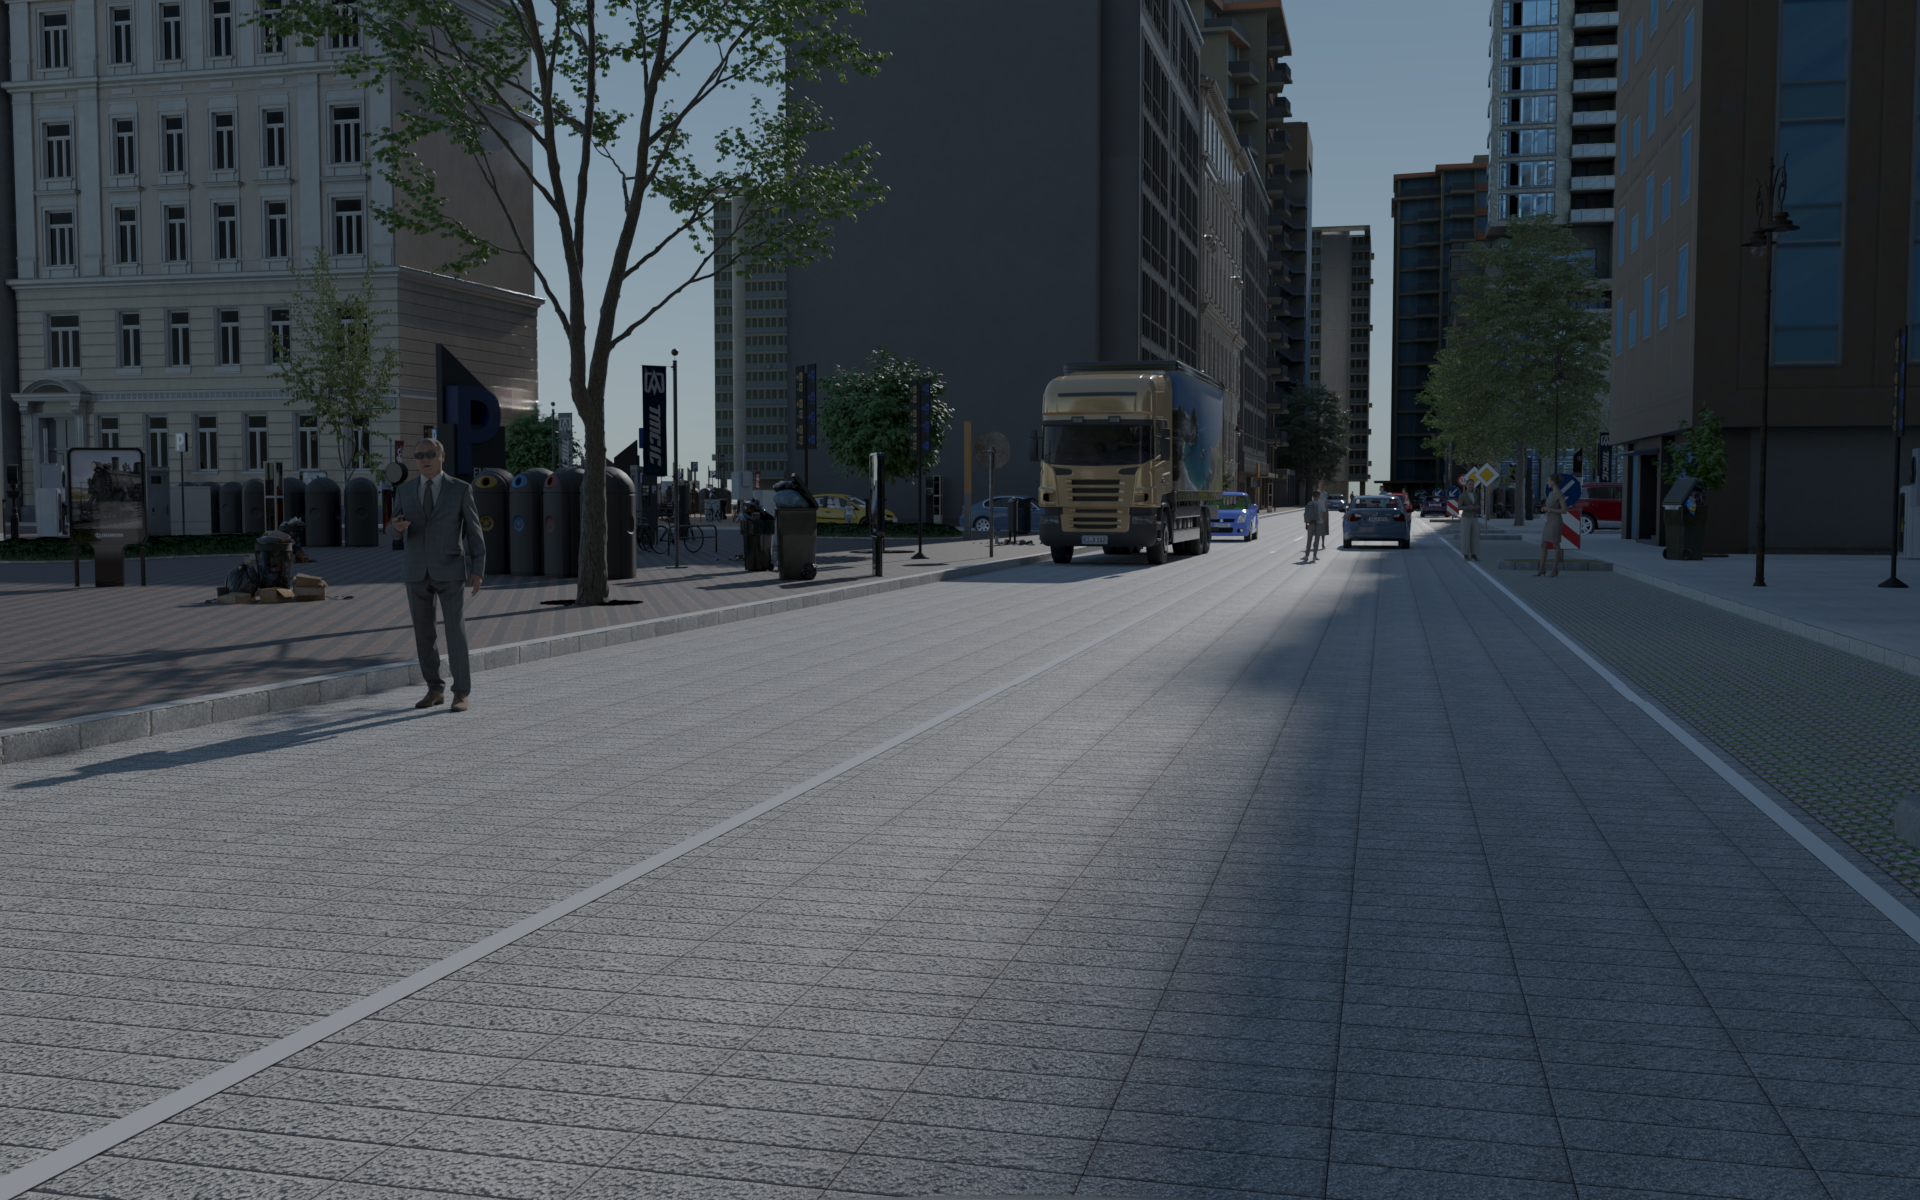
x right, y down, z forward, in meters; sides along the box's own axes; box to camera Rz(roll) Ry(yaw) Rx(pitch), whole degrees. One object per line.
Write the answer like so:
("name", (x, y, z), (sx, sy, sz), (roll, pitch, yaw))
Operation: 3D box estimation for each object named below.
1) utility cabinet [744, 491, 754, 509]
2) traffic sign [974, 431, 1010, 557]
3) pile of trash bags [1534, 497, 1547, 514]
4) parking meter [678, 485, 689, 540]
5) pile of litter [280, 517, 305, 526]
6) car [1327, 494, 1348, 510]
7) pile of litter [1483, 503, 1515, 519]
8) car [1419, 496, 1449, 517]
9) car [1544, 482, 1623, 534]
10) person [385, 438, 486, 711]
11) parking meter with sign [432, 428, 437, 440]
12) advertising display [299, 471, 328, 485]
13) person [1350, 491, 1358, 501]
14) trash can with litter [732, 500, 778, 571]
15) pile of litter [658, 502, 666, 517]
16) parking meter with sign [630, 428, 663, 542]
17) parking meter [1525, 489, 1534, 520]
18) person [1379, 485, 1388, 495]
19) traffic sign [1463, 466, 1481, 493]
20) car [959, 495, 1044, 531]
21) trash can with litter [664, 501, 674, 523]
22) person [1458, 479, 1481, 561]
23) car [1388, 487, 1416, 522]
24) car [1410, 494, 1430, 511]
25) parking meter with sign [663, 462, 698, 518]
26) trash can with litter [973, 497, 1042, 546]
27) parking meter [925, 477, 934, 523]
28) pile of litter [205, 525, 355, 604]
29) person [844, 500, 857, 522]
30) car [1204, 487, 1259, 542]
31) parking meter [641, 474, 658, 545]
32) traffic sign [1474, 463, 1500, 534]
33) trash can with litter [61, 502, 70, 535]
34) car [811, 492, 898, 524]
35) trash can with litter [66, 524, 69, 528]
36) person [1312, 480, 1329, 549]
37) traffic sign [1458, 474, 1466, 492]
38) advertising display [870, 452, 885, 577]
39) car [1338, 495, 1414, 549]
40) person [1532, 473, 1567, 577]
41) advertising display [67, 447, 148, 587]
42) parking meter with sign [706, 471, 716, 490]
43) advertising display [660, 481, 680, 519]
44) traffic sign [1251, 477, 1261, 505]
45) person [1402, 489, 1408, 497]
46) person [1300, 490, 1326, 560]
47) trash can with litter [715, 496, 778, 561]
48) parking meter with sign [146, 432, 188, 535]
("utility cabinet", (-16.670, -7.848, 136.993), (1.173, 1.500, 0.318), (1, 4, 23))
("traffic sign", (0.637, -2.141, 35.117), (0.768, 2.556, 0.104), (1, 4, 15))
("pile of trash bags", (37.019, -6.278, 112.397), (1.912, 1.369, 3.447), (0, 4, -5))
("parking meter", (-7.784, -2.451, 48.482), (0.372, 1.533, 0.369), (0, 3, 0))
("pile of litter", (-12.684, -1.123, 32.328), (1.176, 0.858, 1.719), (-3, 4, -37))
("car", (32.109, -8.320, 148.040), (2.014, 1.417, 4.499), (1, 4, 12))
("pile of litter", (27.966, -4.648, 89.956), (1.719, 0.858, 1.176), (2, 4, 27))
("car", (29.450, -5.797, 107.361), (1.945, 1.354, 3.894), (1, 4, 15))
("car", (22.244, -2.994, 57.621), (5.304, 1.827, 2.281), (1, 4, 16))
("person", (-3.507, -0.174, 11.516), (0.661, 1.801, 0.590), (0, 4, -2))
("parking meter with sign", (-13.093, -3.050, 46.122), (1.738, 3.016, 0.543), (-2, 4, -30))
("advertising display", (-17.919, -2.620, 48.055), (0.123, 1.923, 0.974), (1, 4, 22))
("person", (43.799, -11.237, 192.757), (0.750, 1.759, 0.617), (-1, 4, -10))
("trash can with litter", (-3.183, -1.082, 29.073), (1.055, 1.170, 0.624), (-2, 4, -27))
("pile of litter", (-16.943, -5.177, 98.604), (1.719, 0.858, 1.176), (2, 4, 34))
("parking meter with sign", (-8.513, -3.065, 46.366), (0.543, 3.016, 1.738), (-2, 4, -25))
("parking meter", (27.799, -4.654, 84.504), (0.372, 1.533, 0.369), (0, 3, 0))
("person", (19.117, -4.248, 77.976), (0.620, 1.820, 0.660), (-2, 4, -28))
("traffic sign", (18.633, -3.617, 62.774), (0.795, 2.450, 0.064), (1, 4, 14))
("car", (2.241, -3.049, 61.861), (4.499, 1.417, 2.014), (1, 4, 14))
("trash can with litter", (-12.663, -3.993, 76.670), (1.055, 1.170, 0.624), (2, 4, 31))
("person", (10.855, -1.699, 36.831), (0.519, 1.759, 0.362), (-1, 4, -21))
("car", (21.633, -4.737, 86.486), (2.155, 1.783, 4.494), (1, 4, 16))
("car", (39.957, -8.563, 149.798), (2.009, 1.686, 4.222), (1, 4, 14))
("parking meter with sign", (-14.983, -5.940, 93.373), (1.738, 3.016, 0.543), (2, 4, 27))
("trash can with litter", (1.324, -2.013, 43.963), (1.678, 1.210, 2.233), (-1, 4, -12))
("parking meter", (-1.019, -3.189, 57.850), (0.255, 1.863, 0.399), (0, 4, -6))
("pile of litter", (-8.157, -0.422, 20.860), (1.719, 0.858, 1.176), (-1, 4, -20))
("person", (-3.966, -2.989, 62.389), (0.505, 1.210, 0.382), (-1, 4, -9))
("car", (8.260, -2.685, 53.496), (1.945, 1.707, 3.694), (1, 4, 14))
("parking meter", (-7.827, -2.323, 43.691), (0.255, 1.863, 0.399), (2, 4, 24))
("traffic sign", (16.718, -3.142, 55.021), (0.795, 2.450, 0.064), (1, 4, 14))
("trash can with litter", (-28.066, -2.619, 54.202), (0.624, 1.170, 1.055), (2, 4, 27))
("car", (-4.302, -3.316, 64.444), (3.980, 1.641, 2.015), (1, 4, 15))
("trash can with litter", (-33.285, -3.357, 65.947), (2.233, 1.210, 1.678), (-2, 4, -24))
("person", (9.463, -2.255, 45.588), (0.478, 1.798, 0.641), (0, 4, -4))
("traffic sign", (32.425, -6.813, 111.497), (0.768, 2.556, 0.104), (1, 4, 18))
("advertising display", (-1.300, -1.345, 27.204), (0.123, 1.923, 0.974), (-1, 4, -10))
("car", (11.242, -2.129, 46.813), (2.014, 1.417, 4.499), (1, 4, 13))
("person", (10.099, -1.272, 29.634), (0.374, 1.781, 0.599), (-1, 4, -10))
("advertising display", (-11.797, -1.148, 23.989), (0.974, 1.923, 0.123), (-1, 4, -13))
("parking meter with sign", (-18.624, -8.115, 128.947), (0.543, 3.016, 1.738), (-1, 4, -23))
("advertising display", (-14.342, -4.930, 85.814), (0.974, 1.923, 0.123), (0, 4, -2))
("traffic sign", (17.903, -6.282, 104.847), (0.606, 2.300, 0.079), (2, 4, 23))
("person", (33.113, -7.399, 129.390), (0.656, 1.842, 0.836), (0, 4, -7))
("person", (7.662, -1.620, 37.581), (0.503, 1.515, 0.523), (-1, 4, -13))
("trash can with litter", (-3.941, -1.380, 33.626), (1.678, 1.210, 2.233), (-1, 4, -17))
("parking meter with sign", (-22.522, -3.189, 48.408), (0.543, 3.016, 1.738), (3, 4, 37))
